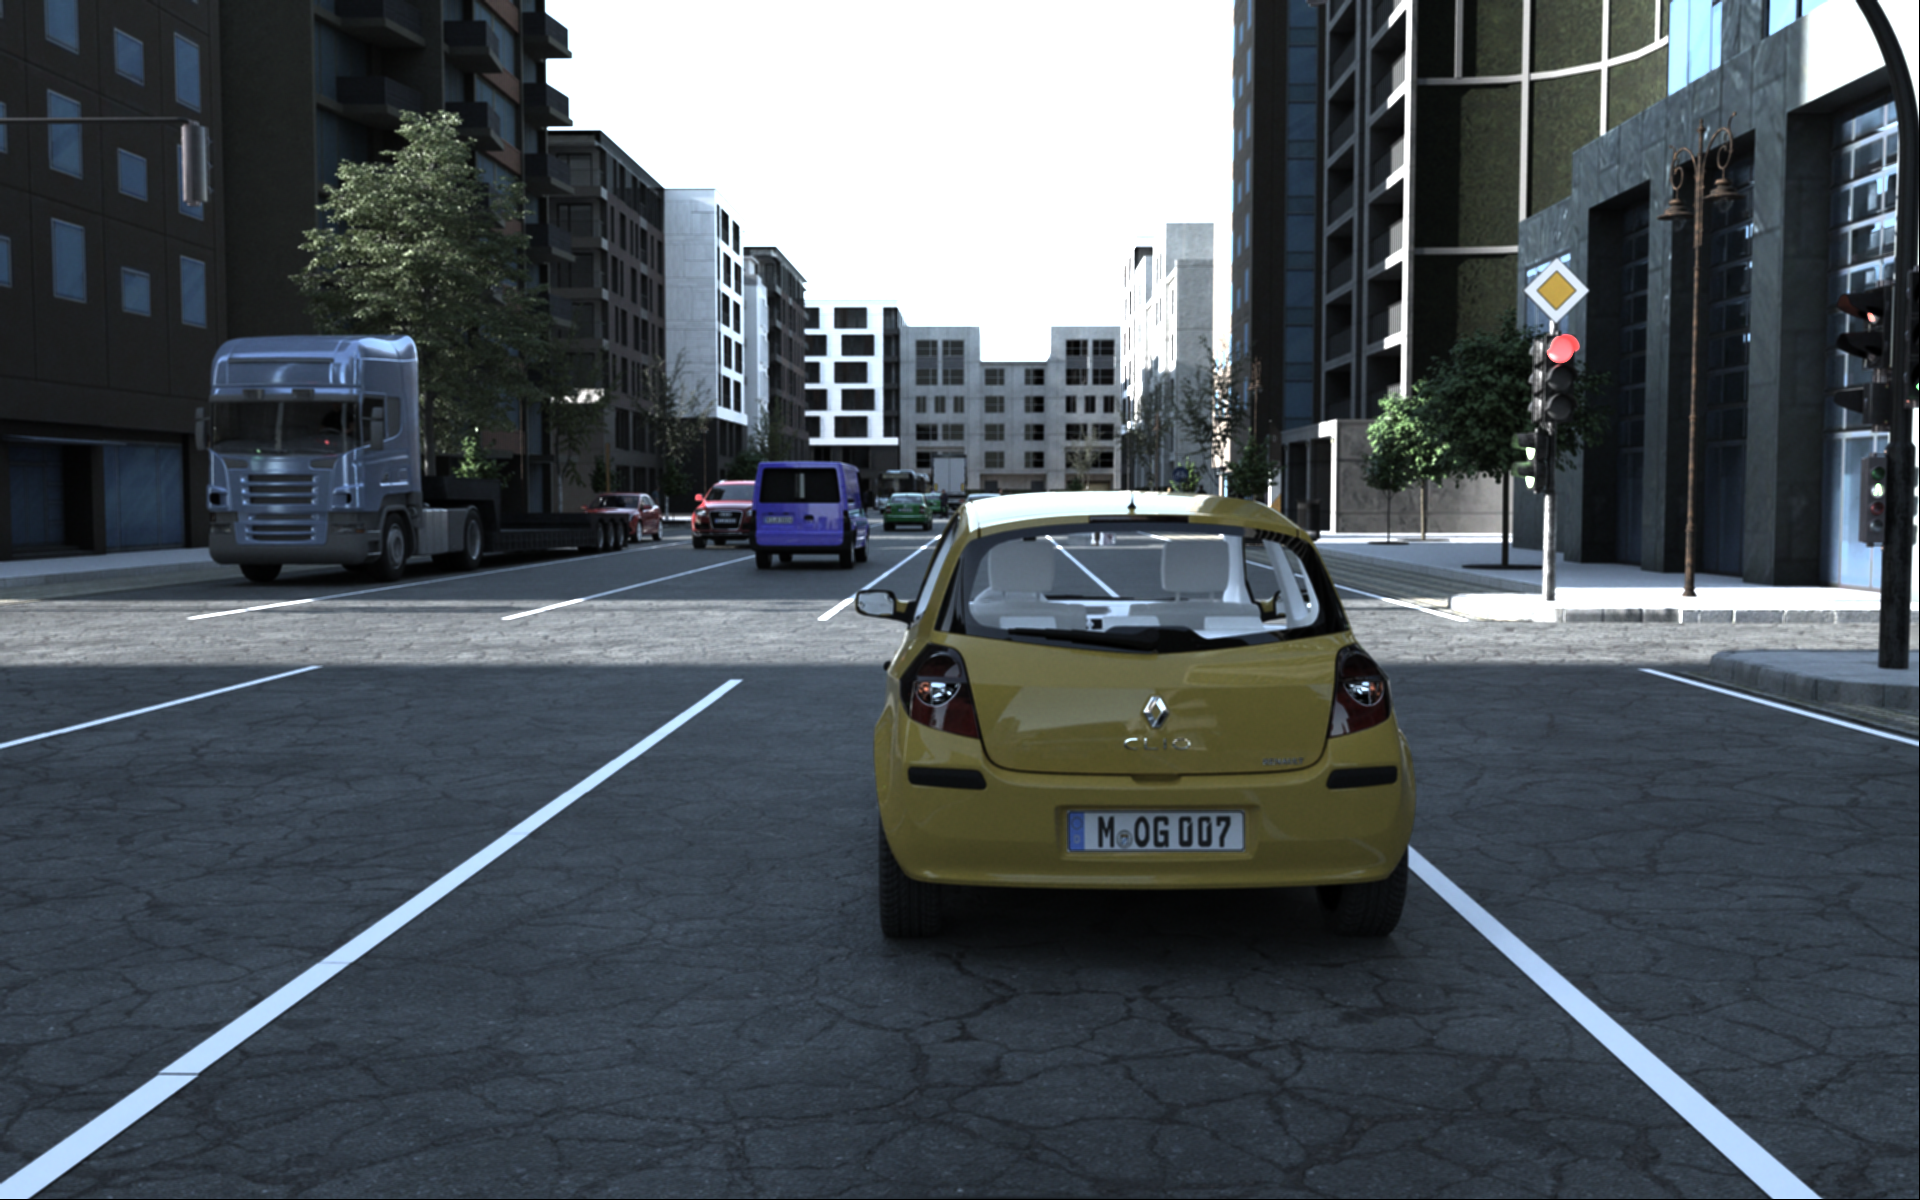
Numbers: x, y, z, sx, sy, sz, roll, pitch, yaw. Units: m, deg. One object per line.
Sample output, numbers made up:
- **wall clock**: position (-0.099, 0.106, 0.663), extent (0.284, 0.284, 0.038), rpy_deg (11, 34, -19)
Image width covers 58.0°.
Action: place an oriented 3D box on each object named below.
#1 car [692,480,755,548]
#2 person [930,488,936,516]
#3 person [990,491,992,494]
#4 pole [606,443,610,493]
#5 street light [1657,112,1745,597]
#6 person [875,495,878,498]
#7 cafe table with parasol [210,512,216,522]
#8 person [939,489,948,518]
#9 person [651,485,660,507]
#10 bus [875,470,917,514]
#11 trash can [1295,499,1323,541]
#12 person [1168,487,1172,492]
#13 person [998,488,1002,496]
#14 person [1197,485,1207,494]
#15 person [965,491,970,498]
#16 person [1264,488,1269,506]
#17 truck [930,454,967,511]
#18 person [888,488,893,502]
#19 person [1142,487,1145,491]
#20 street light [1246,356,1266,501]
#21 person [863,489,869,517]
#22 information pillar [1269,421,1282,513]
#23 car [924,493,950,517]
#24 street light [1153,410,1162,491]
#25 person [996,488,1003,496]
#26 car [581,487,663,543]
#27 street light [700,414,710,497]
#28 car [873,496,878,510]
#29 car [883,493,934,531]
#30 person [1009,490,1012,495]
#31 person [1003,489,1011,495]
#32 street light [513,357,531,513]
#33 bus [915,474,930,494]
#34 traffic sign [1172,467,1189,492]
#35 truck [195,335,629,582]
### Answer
- **car**: position (-5.987, -2.371, 47.438), extent (2.281, 1.827, 5.304), rpy_deg (0, 4, 2)
- **person**: position (-1.933, -6.525, 115.059), extent (0.599, 1.838, 0.709), rpy_deg (3, 4, 38)
- **person**: position (2.761, -8.989, 156.180), extent (1.217, 1.736, 0.721), rpy_deg (-3, 4, -36)
- **pole**: position (-14.154, -4.637, 69.652), extent (0.158, 3.312, 0.155), rpy_deg (0, 3, 0)
- **street light**: position (9.131, -2.980, 21.506), extent (0.468, 5.910, 1.993), rpy_deg (0, 4, 1)
- **person**: position (-7.915, -9.823, 169.193), extent (0.705, 1.814, 1.350), rpy_deg (2, 4, 31)
- **cafe table with parasol**: position (-23.640, -3.041, 54.589), extent (2.610, 1.966, 2.610), rpy_deg (3, 5, 40)
- **person**: position (-0.961, -5.670, 102.130), extent (0.541, 1.710, 0.530), rpy_deg (2, 4, 35)
- **person**: position (-12.514, -3.850, 71.568), extent (0.434, 1.807, 0.598), rpy_deg (-1, 4, -18)
- **bus**: position (-4.629, -8.235, 129.507), extent (2.948, 3.499, 13.247), rpy_deg (0, 4, 0)
- **trash can**: position (9.486, -2.168, 47.097), extent (0.748, 1.137, 0.748), rpy_deg (0, 3, 0)
- **person**: position (10.573, -4.854, 87.107), extent (0.593, 1.614, 0.444), rpy_deg (0, 4, -6)
- **person**: position (2.458, -5.562, 99.973), extent (0.750, 1.759, 0.617), rpy_deg (1, 4, 15)
- **person**: position (14.610, -6.049, 104.962), extent (1.348, 1.821, 0.705), rpy_deg (-2, 4, -27)
- **person**: position (0.951, -9.573, 165.842), extent (1.217, 1.723, 0.721), rpy_deg (1, 4, 14)
- **person**: position (11.765, -3.542, 65.411), extent (0.566, 1.644, 0.517), rpy_deg (2, 4, 30)
- **truck**: position (-0.815, -8.488, 127.699), extent (2.839, 4.237, 11.283), rpy_deg (0, 4, -1)
- **person**: position (-4.620, -6.501, 114.925), extent (0.705, 1.807, 1.348), rpy_deg (0, 4, 4)
- **person**: position (11.698, -6.366, 110.841), extent (1.217, 1.735, 0.721), rpy_deg (-1, 4, -21)
- **street light**: position (9.915, -5.217, 58.078), extent (0.468, 5.910, 1.993), rpy_deg (0, 4, 1)
- **person**: position (-5.873, -6.139, 109.314), extent (0.568, 1.767, 0.683), rpy_deg (-3, 5, -43)
- **information pillar**: position (10.097, -3.927, 55.558), extent (0.504, 3.616, 0.183), rpy_deg (-2, 4, -35)
- **car**: position (-1.656, -6.124, 108.924), extent (1.959, 1.807, 4.718), rpy_deg (0, 4, 2)
- **street light**: position (10.829, -7.485, 95.173), extent (0.468, 5.910, 1.993), rpy_deg (0, 4, 1)
- **person**: position (2.670, -6.714, 118.284), extent (1.348, 1.823, 0.705), rpy_deg (-1, 4, -13)
- **car**: position (-10.166, -2.620, 51.876), extent (2.155, 1.783, 4.494), rpy_deg (0, 4, 3)
- **street light**: position (-13.980, -7.481, 95.107), extent (0.468, 5.910, 1.993), rpy_deg (0, 4, 1)
- **car**: position (-6.987, -9.031, 160.023), extent (2.083, 1.381, 4.827), rpy_deg (0, 4, 1)
- **car**: position (-2.041, -3.670, 68.807), extent (1.959, 1.807, 4.718), rpy_deg (0, 4, 2)
- **person**: position (4.916, -9.780, 168.419), extent (1.348, 1.823, 0.705), rpy_deg (-1, 4, -9)
- **person**: position (3.372, -7.117, 124.867), extent (1.348, 1.824, 0.705), rpy_deg (0, 4, 6)
- **street light**: position (-14.797, -5.245, 58.536), extent (0.468, 5.910, 1.993), rpy_deg (0, 4, 1)
- **bus**: position (-4.178, -9.730, 153.951), extent (2.948, 3.499, 13.247), rpy_deg (0, 4, 1)
- **traffic sign**: position (10.230, -4.910, 80.383), extent (0.768, 2.556, 0.104), rpy_deg (1, 4, 11)
- **truck**: position (-10.091, -2.778, 35.185), extent (2.967, 4.110, 18.799), rpy_deg (0, 4, 2)
